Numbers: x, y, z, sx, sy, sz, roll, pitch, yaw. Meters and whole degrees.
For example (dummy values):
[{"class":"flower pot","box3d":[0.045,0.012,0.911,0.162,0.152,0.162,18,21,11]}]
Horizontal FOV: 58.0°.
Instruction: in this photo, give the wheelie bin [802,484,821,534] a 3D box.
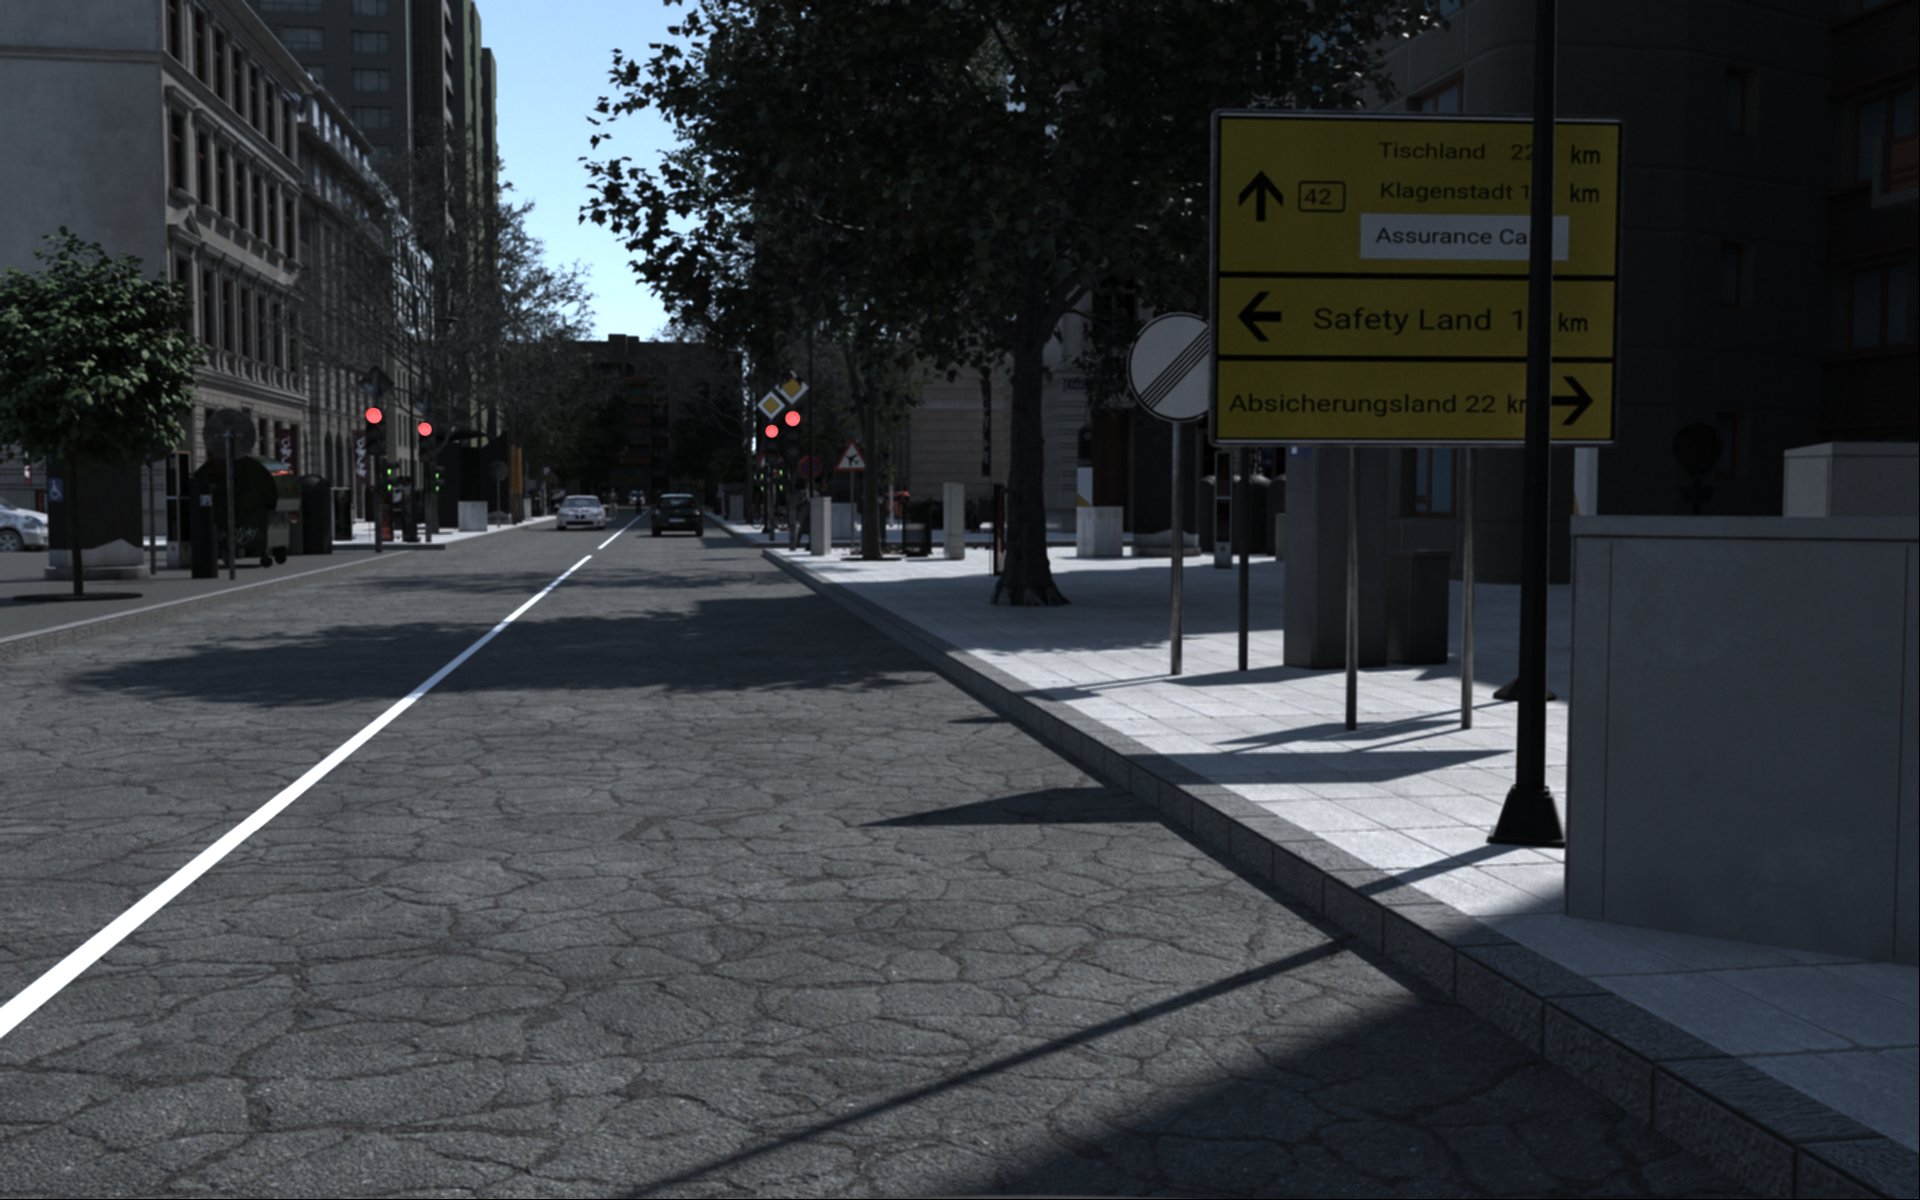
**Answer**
[{"class":"wheelie bin","box3d":[-4.649,-2.886,55.096,0.693,1.594,0.980,-3,5,-41]}]

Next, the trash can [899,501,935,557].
[{"class":"trash can","box3d":[-0.880,-1.452,35.398,0.748,1.137,0.748,0,3,0]}]

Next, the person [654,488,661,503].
[{"class":"person","box3d":[-19.757,-6.448,113.702,0.755,1.850,0.659,-1,4,-10]}]

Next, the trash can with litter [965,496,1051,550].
[{"class":"trash can with litter","box3d":[1.011,-1.789,40.302,2.233,1.210,1.678,0,4,2]}]

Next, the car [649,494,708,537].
[{"class":"car","box3d":[-9.668,-3.034,59.384,2.009,1.686,4.222,0,4,-8]}]

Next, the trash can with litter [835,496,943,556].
[{"class":"trash can with litter","box3d":[-1.435,-1.574,36.789,2.233,1.210,1.678,0,4,-8]}]

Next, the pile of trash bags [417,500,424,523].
[{"class":"pile of trash bags","box3d":[-23.190,-4.039,75.784,1.912,1.369,3.447,-1,4,-20]}]

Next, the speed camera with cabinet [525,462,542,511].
[{"class":"speed camera with cabinet","box3d":[-26.404,-6.905,107.231,0.660,3.252,2.038,-2,4,-28]}]

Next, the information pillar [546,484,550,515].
[{"class":"information pillar","box3d":[-25.533,-6.270,107.003,0.304,2.012,0.304,-1,4,-17]}]

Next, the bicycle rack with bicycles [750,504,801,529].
[{"class":"bicycle rack with bicycles","box3d":[-6.336,-3.098,64.039,2.925,0.926,2.852,-1,4,-20]}]

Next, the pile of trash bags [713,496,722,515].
[{"class":"pile of trash bags","box3d":[-14.407,-6.005,107.927,1.912,1.369,3.447,0,4,-7]}]

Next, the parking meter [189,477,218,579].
[{"class":"parking meter","box3d":[-11.520,-1.099,26.381,0.372,1.533,0.369,0,3,0]}]

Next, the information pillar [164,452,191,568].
[{"class":"information pillar","box3d":[-13.617,-1.571,30.174,0.304,2.012,0.304,1,4,20]}]

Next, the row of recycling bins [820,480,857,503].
[{"class":"row of recycling bins","box3d":[-3.600,-2.728,51.715,1.069,1.692,3.534,-1,4,-8]}]

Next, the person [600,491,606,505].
[{"class":"person","box3d":[-41.375,-11.755,200.559,0.599,1.838,0.709,-2,4,-35]}]

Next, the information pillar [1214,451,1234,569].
[{"class":"information pillar","box3d":[4.545,-1.550,29.828,0.304,2.012,0.304,1,4,13]}]

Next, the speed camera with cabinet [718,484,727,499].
[{"class":"speed camera with cabinet","box3d":[-14.584,-7.190,111.890,2.038,3.252,0.660,1,4,19]}]

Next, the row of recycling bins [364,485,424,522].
[{"class":"row of recycling bins","box3d":[-26.169,-4.531,81.202,3.534,1.692,1.069,0,4,2]}]

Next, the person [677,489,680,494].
[{"class":"person","box3d":[-21.857,-7.716,134.660,0.705,1.823,1.348,0,4,2]}]

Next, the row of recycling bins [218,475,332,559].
[{"class":"row of recycling bins","box3d":[-14.300,-1.744,35.625,1.069,1.692,3.534,1,4,17]}]

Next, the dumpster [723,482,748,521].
[{"class":"dumpster","box3d":[-10.857,-4.794,84.145,1.264,1.857,1.865,-1,4,-10]}]

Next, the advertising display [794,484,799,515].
[{"class":"advertising display","box3d":[-10.157,-6.207,106.698,0.123,1.923,0.974,1,4,19]}]

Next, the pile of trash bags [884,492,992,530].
[{"class":"pile of trash bags","box3d":[-0.894,-3.272,63.243,3.447,1.369,1.912,2,4,27]}]

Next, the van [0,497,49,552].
[{"class":"van","box3d":[-23.360,-2.050,40.537,4.112,2.044,2.013,0,4,-8]}]

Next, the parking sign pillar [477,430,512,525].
[{"class":"parking sign pillar","box3d":[-19.649,-5.173,73.046,1.447,3.967,1.447,0,3,0]}]

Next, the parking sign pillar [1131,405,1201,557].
[{"class":"parking sign pillar","box3d":[4.264,-2.892,35.756,1.447,3.967,1.447,1,4,19]}]

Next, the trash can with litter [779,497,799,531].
[{"class":"trash can with litter","box3d":[-5.695,-3.018,60.408,1.678,1.210,2.233,1,4,10]}]

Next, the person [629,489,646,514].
[{"class":"person","box3d":[-23.288,-7.147,125.333,1.348,1.826,0.705,-2,4,-35]}]

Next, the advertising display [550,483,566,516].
[{"class":"advertising display","box3d":[-24.050,-6.016,103.570,0.974,1.923,0.123,-3,5,-39]}]

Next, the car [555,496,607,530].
[{"class":"car","box3d":[-15.345,-3.539,70.230,2.083,1.381,4.827,-1,4,-10]}]

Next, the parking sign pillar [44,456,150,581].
[{"class":"parking sign pillar","box3d":[-13.086,-2.305,26.165,1.447,3.967,1.447,2,4,28]}]

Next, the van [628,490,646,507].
[{"class":"van","box3d":[-36.196,-11.449,194.206,2.013,2.044,4.112,-1,4,-10]}]

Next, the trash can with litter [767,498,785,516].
[{"class":"trash can with litter","box3d":[-10.832,-5.507,101.428,1.055,1.170,0.624,-3,5,-44]}]

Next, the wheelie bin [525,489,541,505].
[{"class":"wheelie bin","box3d":[-25.071,-5.730,101.593,0.693,1.594,0.980,1,4,22]}]

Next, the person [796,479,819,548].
[{"class":"person","box3d":[-3.809,-2.140,43.456,0.622,1.834,0.822,-2,4,-24]}]

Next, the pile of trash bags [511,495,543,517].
[{"class":"pile of trash bags","box3d":[-24.376,-5.256,95.683,1.912,1.369,3.447,0,4,5]}]

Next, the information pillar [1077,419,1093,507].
[{"class":"information pillar","box3d":[3.875,-3.799,53.464,0.504,3.616,0.183,1,4,22]}]

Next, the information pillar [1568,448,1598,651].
[{"class":"information pillar","box3d":[5.058,-1.383,13.966,0.183,3.616,0.504,0,4,8]}]

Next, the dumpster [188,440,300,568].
[{"class":"dumpster","box3d":[-12.708,-1.730,30.785,1.502,2.255,1.985,-1,4,-9]}]

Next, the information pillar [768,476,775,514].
[{"class":"information pillar","box3d":[-7.259,-4.606,66.661,0.183,3.616,0.504,-2,4,-32]}]

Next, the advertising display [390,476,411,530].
[{"class":"advertising display","box3d":[-20.302,-3.512,62.641,0.974,1.923,0.123,-1,4,-8]}]

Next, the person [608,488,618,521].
[{"class":"person","box3d":[-18.803,-5.183,93.796,0.519,1.759,0.362,0,4,-1]}]

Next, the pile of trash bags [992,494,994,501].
[{"class":"pile of trash bags","box3d":[0.339,-3.872,73.065,3.447,1.369,1.912,-1,4,-22]}]
